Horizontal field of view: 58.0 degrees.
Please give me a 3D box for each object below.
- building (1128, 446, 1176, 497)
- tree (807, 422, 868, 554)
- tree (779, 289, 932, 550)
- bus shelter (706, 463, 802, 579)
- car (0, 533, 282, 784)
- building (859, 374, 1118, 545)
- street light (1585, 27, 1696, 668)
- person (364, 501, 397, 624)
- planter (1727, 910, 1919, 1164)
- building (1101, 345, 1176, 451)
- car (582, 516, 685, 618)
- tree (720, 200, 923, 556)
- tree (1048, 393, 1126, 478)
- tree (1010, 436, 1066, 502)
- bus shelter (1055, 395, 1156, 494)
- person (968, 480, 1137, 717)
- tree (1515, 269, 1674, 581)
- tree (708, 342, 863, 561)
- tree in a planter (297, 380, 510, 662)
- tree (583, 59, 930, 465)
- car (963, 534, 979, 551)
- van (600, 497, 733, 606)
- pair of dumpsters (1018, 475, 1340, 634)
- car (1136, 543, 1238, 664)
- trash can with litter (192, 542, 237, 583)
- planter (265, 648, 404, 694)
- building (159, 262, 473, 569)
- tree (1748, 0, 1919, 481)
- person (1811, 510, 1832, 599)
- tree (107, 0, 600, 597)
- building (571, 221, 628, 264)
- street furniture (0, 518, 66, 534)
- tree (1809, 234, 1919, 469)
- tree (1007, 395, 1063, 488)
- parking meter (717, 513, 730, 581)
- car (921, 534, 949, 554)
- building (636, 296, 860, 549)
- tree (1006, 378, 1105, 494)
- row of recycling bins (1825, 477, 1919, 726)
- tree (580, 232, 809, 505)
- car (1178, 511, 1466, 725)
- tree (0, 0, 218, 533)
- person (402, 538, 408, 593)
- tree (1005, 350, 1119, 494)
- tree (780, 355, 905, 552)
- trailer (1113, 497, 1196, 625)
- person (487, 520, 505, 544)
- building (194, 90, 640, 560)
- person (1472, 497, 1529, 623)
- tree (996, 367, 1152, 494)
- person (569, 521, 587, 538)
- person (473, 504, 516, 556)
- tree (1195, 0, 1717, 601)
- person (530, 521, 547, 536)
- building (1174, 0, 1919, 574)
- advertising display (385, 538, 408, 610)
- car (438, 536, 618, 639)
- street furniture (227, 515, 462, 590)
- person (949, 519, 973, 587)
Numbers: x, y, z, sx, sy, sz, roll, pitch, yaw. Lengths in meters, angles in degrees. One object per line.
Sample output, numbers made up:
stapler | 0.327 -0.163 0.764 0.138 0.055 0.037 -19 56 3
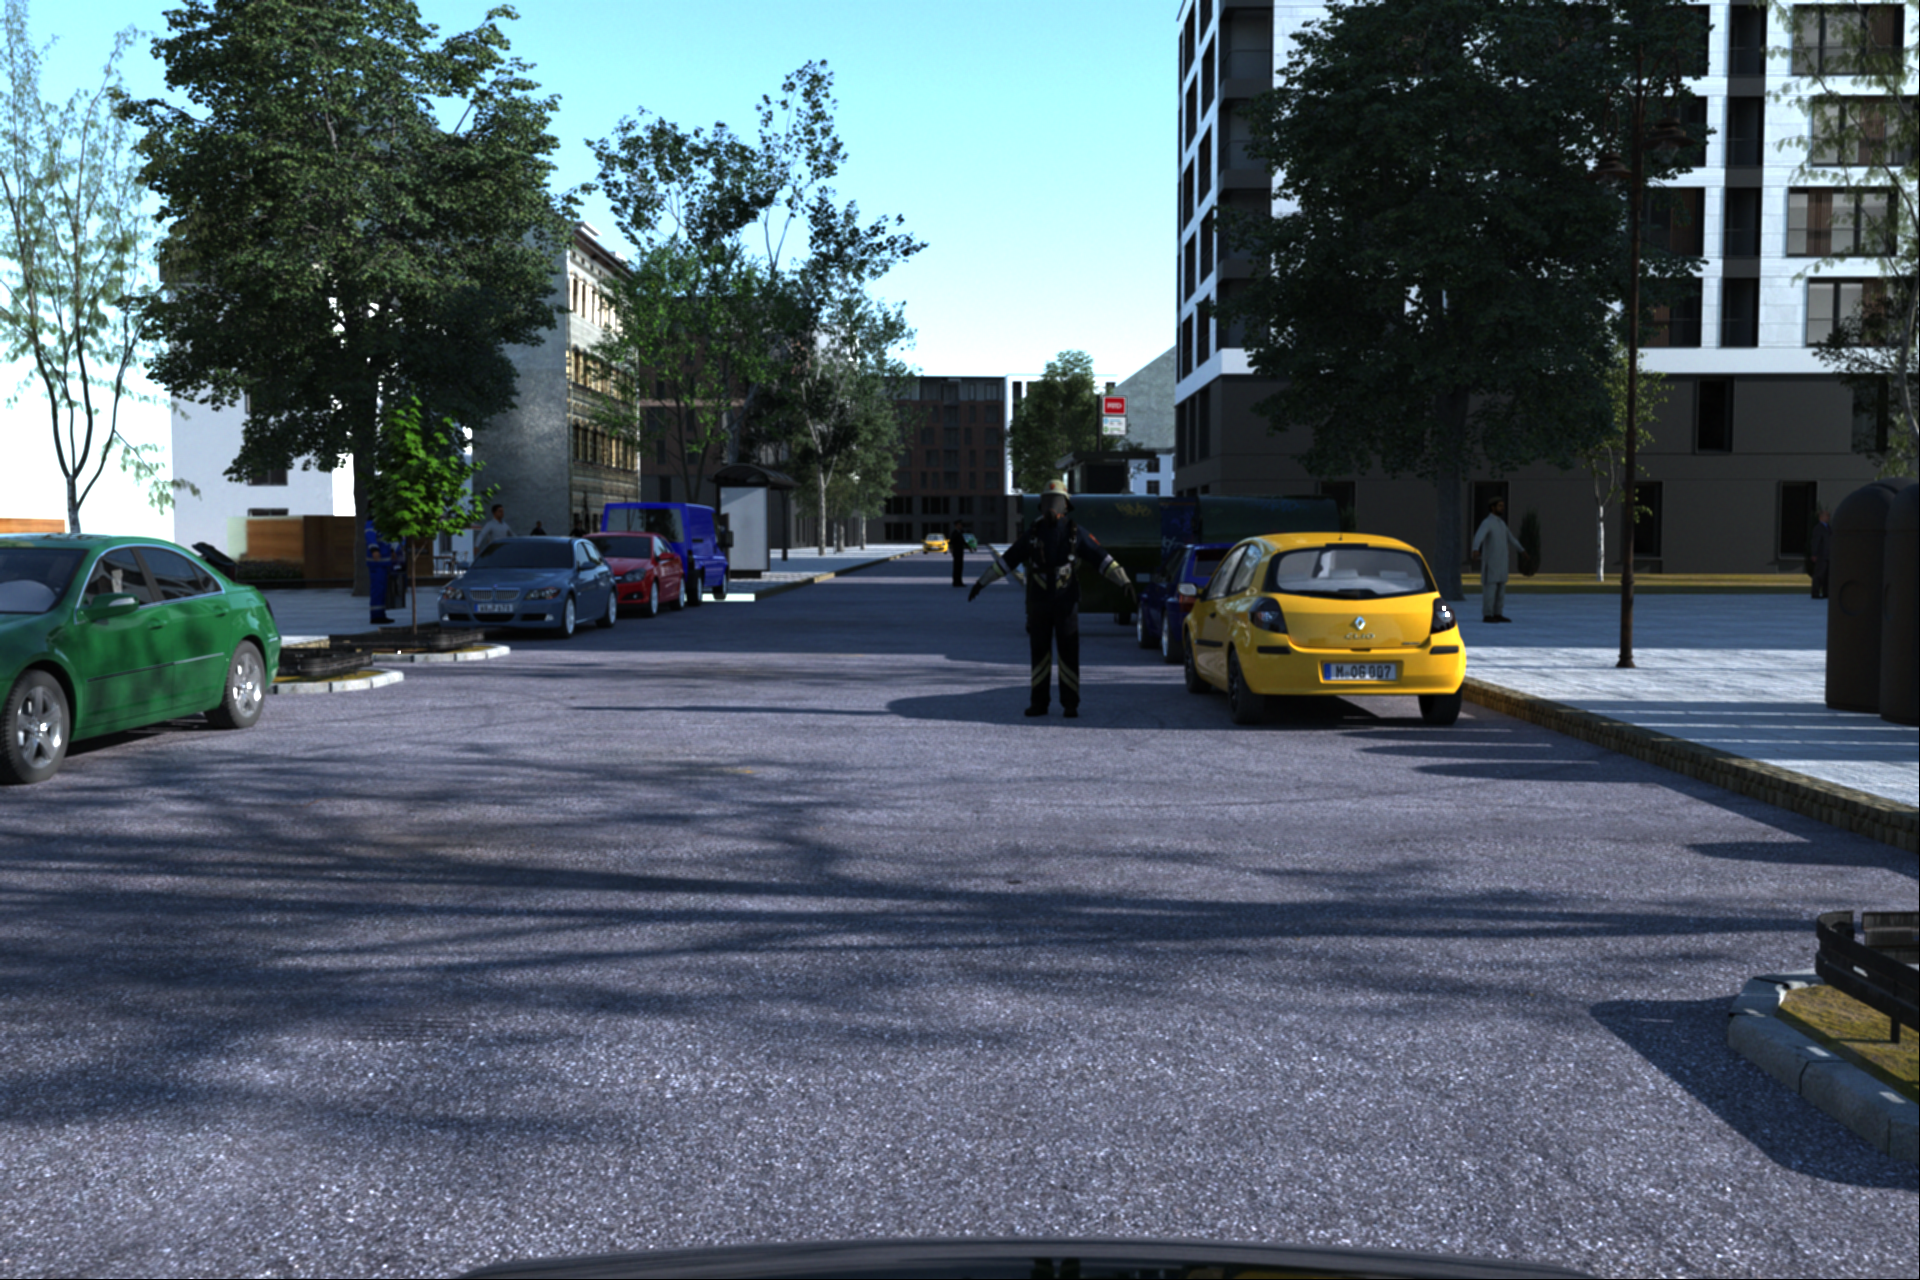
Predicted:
building | 21.181 -13.868 168.889 9.099 9.664 28.070 0 3 0
tree | -8.203 -9.889 112.048 4.360 8.622 3.978 0 3 0
tree | -8.521 -17.180 136.780 12.611 20.169 13.585 0 3 0
bus shelter | -6.128 -3.562 52.159 2.014 3.302 5.546 0 4 3
car | -6.178 0.022 11.441 2.131 1.459 4.920 0 4 1
building | 2.559 -23.669 233.418 32.646 21.610 27.936 0 4 -5
street light | 6.412 -2.674 16.506 0.468 5.910 1.993 0 4 0
person | -8.315 -1.154 24.841 0.704 1.831 1.345 -1 4 -8
planter | 3.138 1.021 4.447 1.991 0.319 1.994 0 4 1
building | 25.484 -22.425 197.581 19.493 23.208 18.063 0 4 1
car | -6.099 -1.344 31.013 2.155 1.783 4.494 0 4 1
tree | -8.098 -14.940 100.153 12.611 20.169 13.585 0 3 0
tree | 6.492 -8.509 89.488 4.360 8.622 3.978 0 3 0
tree | 7.689 -12.606 140.526 7.601 10.594 8.767 -1 4 -13
bus shelter | 3.815 -4.294 47.843 2.179 5.291 8.768 0 4 -1
person | 0.738 -0.329 13.619 1.354 1.856 0.705 1 4 17
tree | 17.207 -5.887 46.610 4.737 8.622 4.395 0 3 0
tree | -8.238 -9.097 83.147 8.767 10.594 7.601 2 4 27
tree in a planter | -6.407 -1.408 20.236 1.991 3.239 1.994 0 4 2
tree | -7.990 -13.025 68.851 12.611 20.169 13.585 0 3 0
car | 0.497 -8.077 143.860 2.131 1.459 4.920 0 4 0
van | -6.055 -1.932 35.966 2.240 2.365 5.245 0 4 1
pair of dumpsters | 3.044 -1.194 24.470 4.436 2.255 1.574 0 4 0
car | 3.108 -0.485 20.515 1.945 1.354 3.894 0 4 -1
trash can with litter | -9.880 -0.742 23.514 1.055 1.170 0.624 0 4 1
planter | -6.445 0.285 16.484 1.991 0.319 1.994 0 4 0
building | -23.768 -7.677 67.665 9.099 9.664 28.070 0 4 1
tree | 8.737 -4.007 15.880 4.360 8.622 3.978 0 3 0
person | 17.192 -1.699 34.368 0.990 1.755 0.434 -2 4 -33
tree | -12.194 -7.869 35.321 9.857 13.997 8.962 0 3 0
building | -27.567 -15.268 106.051 16.016 20.090 11.380 0 3 0
street furniture | -27.149 -2.450 46.911 11.010 1.723 9.812 0 4 -7
tree | 28.740 -6.981 48.554 8.767 10.594 7.601 1 4 13
tree | 6.931 -12.198 125.191 9.928 11.665 9.643 0 3 0
parking meter | -6.555 -2.566 47.667 0.399 1.863 0.255 0 4 1
car | -1.748 -6.969 124.169 2.015 1.641 3.980 0 4 1
building | -24.732 -19.653 165.294 27.936 21.610 32.646 0 4 1
tree | 6.616 -11.638 116.031 9.928 11.665 9.643 0 3 0
row of recycling bins | 6.753 -0.253 11.254 1.069 1.692 3.534 0 4 1
tree | -9.073 -8.133 58.736 9.928 11.665 9.643 0 3 0
car | 2.894 -0.259 14.452 2.015 1.641 3.980 0 3 0
tree | -11.951 -4.463 23.335 4.360 8.622 3.978 0 3 0
person | -12.281 -1.965 37.990 0.705 1.847 1.347 -1 4 -13
tree | 6.540 -11.556 107.063 7.486 12.596 7.792 0 3 0
tree | -8.507 -13.150 121.652 9.857 13.997 8.962 0 3 0
trailer | 3.199 -1.305 28.390 1.471 1.999 3.904 0 4 0
person | -17.060 -3.578 64.627 1.347 1.817 0.704 1 4 11
building | -28.502 -16.106 94.269 19.493 23.208 18.063 0 3 0
person | 7.786 -1.164 25.120 1.344 1.819 0.704 -3 5 -40
tree | 6.451 -9.896 96.213 8.767 10.594 7.601 -1 4 -10
person | -15.244 -3.867 69.413 0.705 1.806 1.347 3 5 42
person | -8.257 -1.524 31.069 0.704 1.810 1.344 2 4 31
tree | 9.298 -7.731 33.060 9.857 13.997 8.962 0 3 0
person | -16.875 -3.871 69.512 0.704 1.802 1.346 2 4 31
building | 22.584 -13.898 71.202 27.936 21.610 32.646 0 4 1
advertising display | -9.688 -1.496 29.675 0.123 1.923 0.974 0 4 1
car | -6.180 -0.808 25.217 2.014 1.417 4.499 0 4 1
street furniture | -17.123 -2.305 44.549 11.010 1.723 9.812 -3 5 -42
person | -0.023 -2.362 47.012 0.705 1.837 1.347 2 4 26
